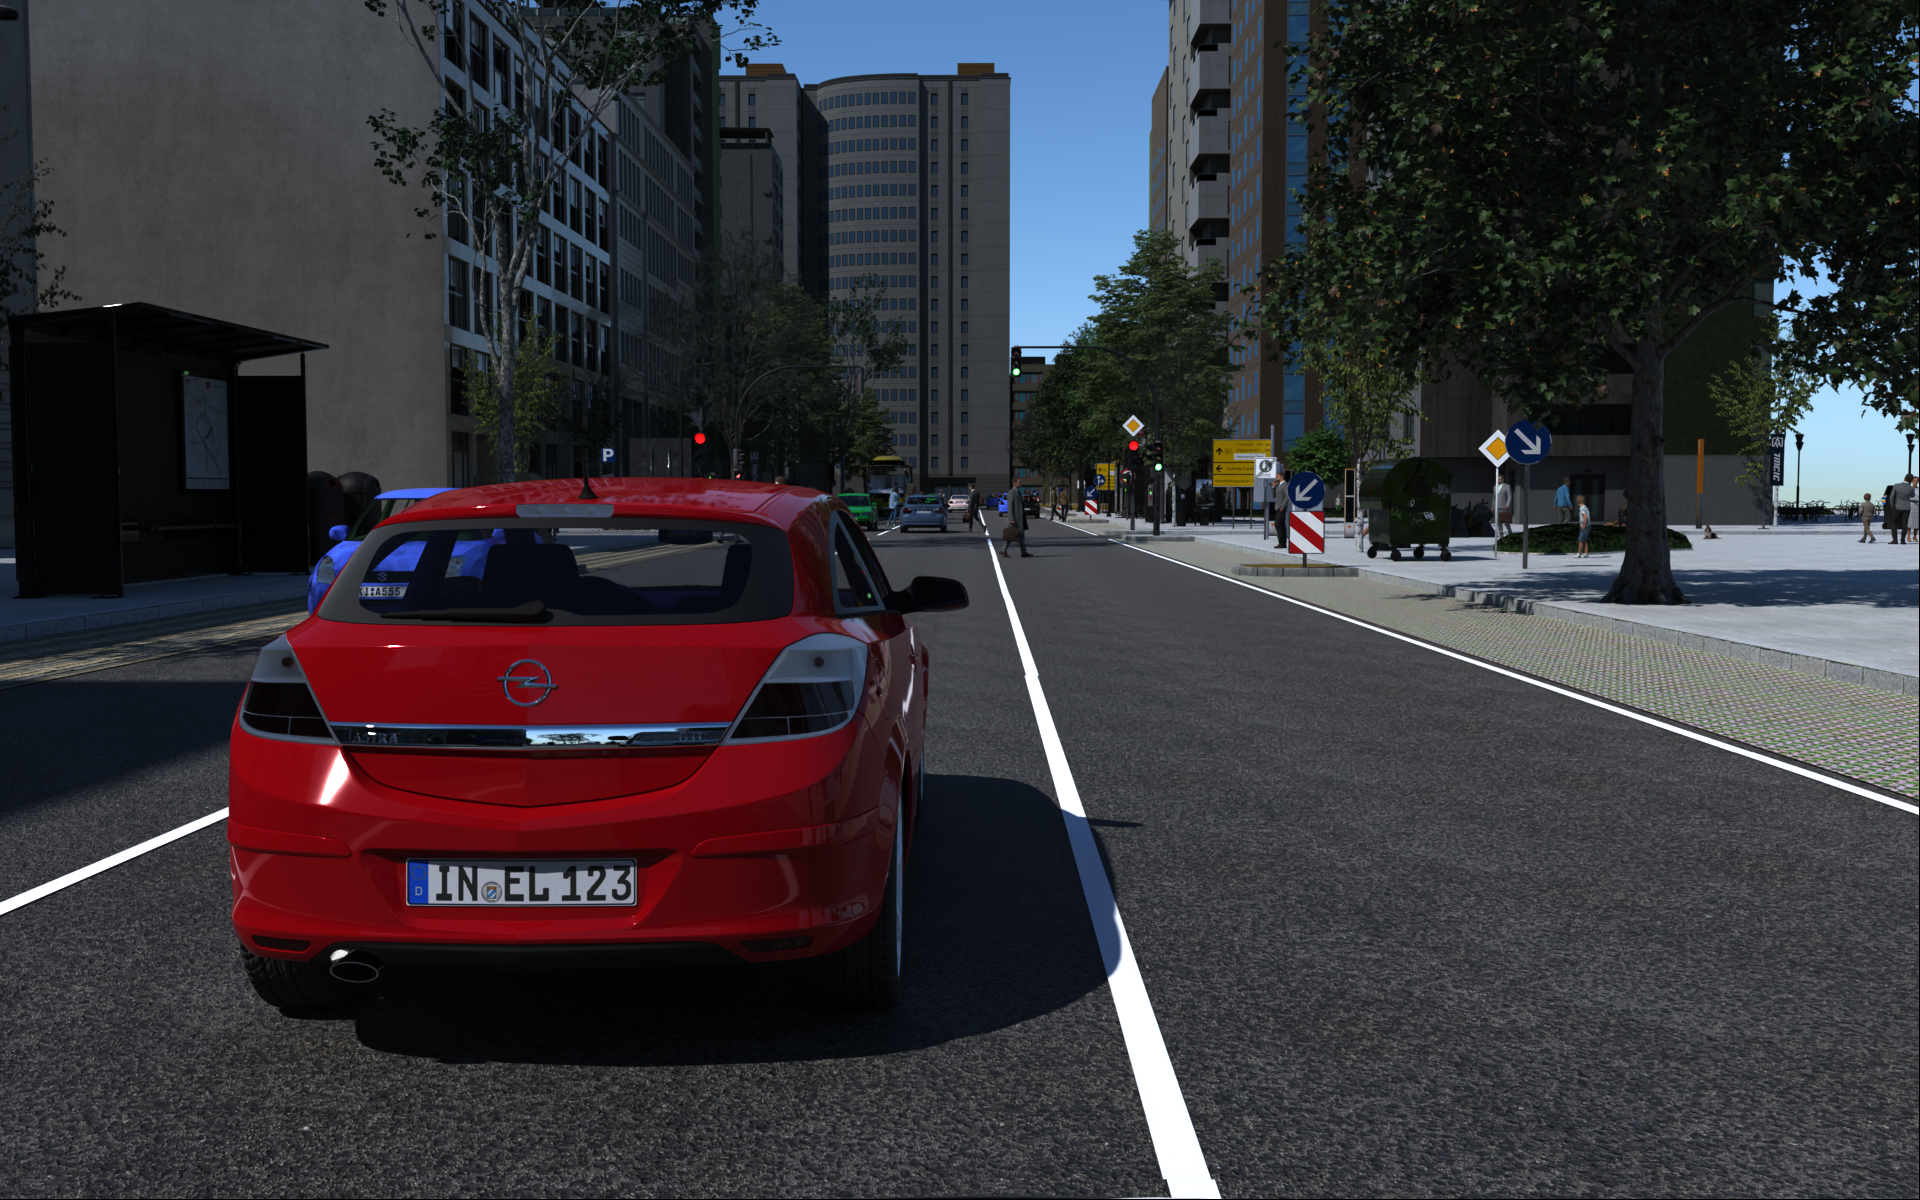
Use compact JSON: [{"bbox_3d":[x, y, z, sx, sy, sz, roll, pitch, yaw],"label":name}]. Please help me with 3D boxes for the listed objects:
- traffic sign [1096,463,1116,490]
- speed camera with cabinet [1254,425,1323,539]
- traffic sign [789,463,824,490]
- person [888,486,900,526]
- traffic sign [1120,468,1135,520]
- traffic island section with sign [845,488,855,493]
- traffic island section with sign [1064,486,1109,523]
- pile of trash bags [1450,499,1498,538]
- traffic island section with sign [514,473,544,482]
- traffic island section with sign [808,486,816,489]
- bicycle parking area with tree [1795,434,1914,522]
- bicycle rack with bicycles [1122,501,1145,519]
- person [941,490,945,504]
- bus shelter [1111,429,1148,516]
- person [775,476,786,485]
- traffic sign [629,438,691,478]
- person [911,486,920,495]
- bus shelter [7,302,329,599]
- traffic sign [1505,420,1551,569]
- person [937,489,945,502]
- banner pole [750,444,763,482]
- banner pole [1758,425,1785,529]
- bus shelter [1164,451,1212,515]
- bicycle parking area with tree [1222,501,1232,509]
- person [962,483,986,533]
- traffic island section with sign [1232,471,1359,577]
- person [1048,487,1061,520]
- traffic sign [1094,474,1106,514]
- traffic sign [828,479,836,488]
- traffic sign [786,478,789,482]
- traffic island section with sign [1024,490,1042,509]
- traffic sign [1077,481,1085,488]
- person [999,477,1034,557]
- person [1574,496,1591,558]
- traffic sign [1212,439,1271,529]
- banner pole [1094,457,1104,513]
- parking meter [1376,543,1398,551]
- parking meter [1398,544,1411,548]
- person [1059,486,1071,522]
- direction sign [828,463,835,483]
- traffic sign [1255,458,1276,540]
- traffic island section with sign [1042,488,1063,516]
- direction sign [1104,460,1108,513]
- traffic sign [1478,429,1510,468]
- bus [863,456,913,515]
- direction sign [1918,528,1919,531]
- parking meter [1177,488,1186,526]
[{"bbox_3d":[10.023,-7.301,113.246,2.265,3.308,0.079,0,4,6],"label":"traffic sign"},{"bbox_3d":[9.497,-3.408,50.050,2.038,3.252,0.660,-1,4,-23],"label":"speed camera with cabinet"},{"bbox_3d":[-9.985,-7.246,112.342,2.265,3.308,0.079,0,4,1],"label":"traffic sign"},{"bbox_3d":[-2.986,-4.231,77.944,0.793,1.790,0.793,1,4,21],"label":"person"},{"bbox_3d":[8.260,-5.221,85.465,0.768,2.556,0.104,0,4,4],"label":"traffic sign"},{"bbox_3d":[-7.145,-6.385,113.021,1.989,1.847,2.006,0,4,0],"label":"traffic island section with sign"},{"bbox_3d":[6.337,-4.729,85.943,1.989,1.847,2.006,0,4,0],"label":"traffic island section with sign"},{"bbox_3d":[14.944,-2.621,52.598,1.912,1.369,3.447,0,4,-3],"label":"pile of trash bags"},{"bbox_3d":[-7.830,-1.381,31.210,1.989,1.847,2.006,0,4,0],"label":"traffic island section with sign"},{"bbox_3d":[-7.369,-4.736,86.067,1.989,1.847,2.006,0,4,0],"label":"traffic island section with sign"},{"bbox_3d":[42.579,-5.838,82.458,8.231,4.147,9.016,1,4,15],"label":"bicycle parking area with tree"},{"bbox_3d":[9.863,-4.661,89.590,2.925,0.926,2.852,0,4,8],"label":"bicycle rack with bicycles"},{"bbox_3d":[-1.425,-7.106,125.348,0.731,1.740,0.598,0,4,-4],"label":"person"},{"bbox_3d":[10.092,-7.605,101.978,2.179,5.291,8.768,0,4,1],"label":"bus shelter"},{"bbox_3d":[-3.156,-1.356,31.263,0.643,1.750,0.593,3,4,36],"label":"person"},{"bbox_3d":[-10.862,-4.215,62.784,2.265,3.308,0.079,0,4,4],"label":"traffic sign"},{"bbox_3d":[-2.234,-4.685,85.191,0.616,1.811,0.778,1,4,14],"label":"person"},{"bbox_3d":[-10.830,-2.021,24.324,1.731,3.624,6.357,0,4,1],"label":"bus shelter"},{"bbox_3d":[9.692,-1.806,29.630,0.768,2.556,0.104,1,4,9],"label":"traffic sign"},{"bbox_3d":[-1.328,-6.741,119.113,0.661,1.777,0.834,2,4,35],"label":"person"},{"bbox_3d":[-10.127,-5.918,86.770,0.863,3.779,0.401,-1,4,-22],"label":"banner pole"},{"bbox_3d":[29.645,-4.479,63.242,0.863,3.779,0.401,1,4,16],"label":"banner pole"},{"bbox_3d":[10.850,-5.482,83.562,2.014,3.302,5.546,0,4,1],"label":"bus shelter"},{"bbox_3d":[24.559,-8.812,131.076,9.016,4.147,8.231,-1,4,-12],"label":"bicycle parking area with tree"},{"bbox_3d":[0.543,-3.408,64.189,0.822,1.834,0.622,2,4,25],"label":"person"},{"bbox_3d":[5.884,-1.351,30.721,1.989,1.847,2.006,0,4,0],"label":"traffic island section with sign"},{"bbox_3d":[5.178,-5.272,94.605,0.836,1.842,0.656,-1,4,-15],"label":"person"},{"bbox_3d":[8.900,-6.746,110.409,0.768,2.556,0.104,1,4,10],"label":"traffic sign"},{"bbox_3d":[-10.194,-8.382,137.157,0.768,2.556,0.104,0,4,6],"label":"traffic sign"},{"bbox_3d":[-12.921,-8.057,131.831,0.768,2.556,0.104,0,4,4],"label":"traffic sign"},{"bbox_3d":[6.996,-9.494,163.847,1.989,1.847,2.006,0,4,0],"label":"traffic island section with sign"},{"bbox_3d":[9.230,-7.937,131.894,0.606,2.300,0.079,0,4,5],"label":"traffic sign"},{"bbox_3d":[1.288,-1.870,39.178,0.767,1.812,0.694,1,4,22],"label":"person"},{"bbox_3d":[12.477,-1.467,34.706,0.332,1.250,0.352,-2,4,-30],"label":"person"},{"bbox_3d":[10.415,-4.278,63.815,2.265,3.308,0.079,0,4,5],"label":"traffic sign"},{"bbox_3d":[9.519,-7.826,117.977,0.863,3.779,0.401,0,4,8],"label":"banner pole"},{"bbox_3d":[9.605,-1.885,39.232,0.372,1.533,0.369,0,3,0],"label":"parking meter"},{"bbox_3d":[10.514,-1.999,41.089,0.372,1.533,0.369,0,3,0],"label":"parking meter"},{"bbox_3d":[5.325,-4.861,87.883,0.656,1.842,0.836,0,4,4],"label":"person"},{"bbox_3d":[-9.442,-8.277,127.321,0.379,3.537,0.876,-2,4,-32],"label":"direction sign"},{"bbox_3d":[8.509,-2.822,48.264,0.606,2.300,0.079,0,4,7],"label":"traffic sign"},{"bbox_3d":[6.577,-6.377,112.897,1.989,1.847,2.006,0,4,0],"label":"traffic island section with sign"},{"bbox_3d":[9.659,-7.496,114.553,0.379,3.537,0.876,0,4,-1],"label":"direction sign"},{"bbox_3d":[10.871,-2.156,34.989,0.795,2.593,0.064,0,4,6],"label":"traffic sign"},{"bbox_3d":[-4.616,-7.540,114.830,2.896,3.916,12.252,0,4,1],"label":"bus"},{"bbox_3d":[33.885,-4.215,60.914,0.379,3.537,0.876,3,4,38],"label":"direction sign"},{"bbox_3d":[8.792,-3.692,68.780,0.372,1.533,0.369,0,3,0],"label":"parking meter"}]
